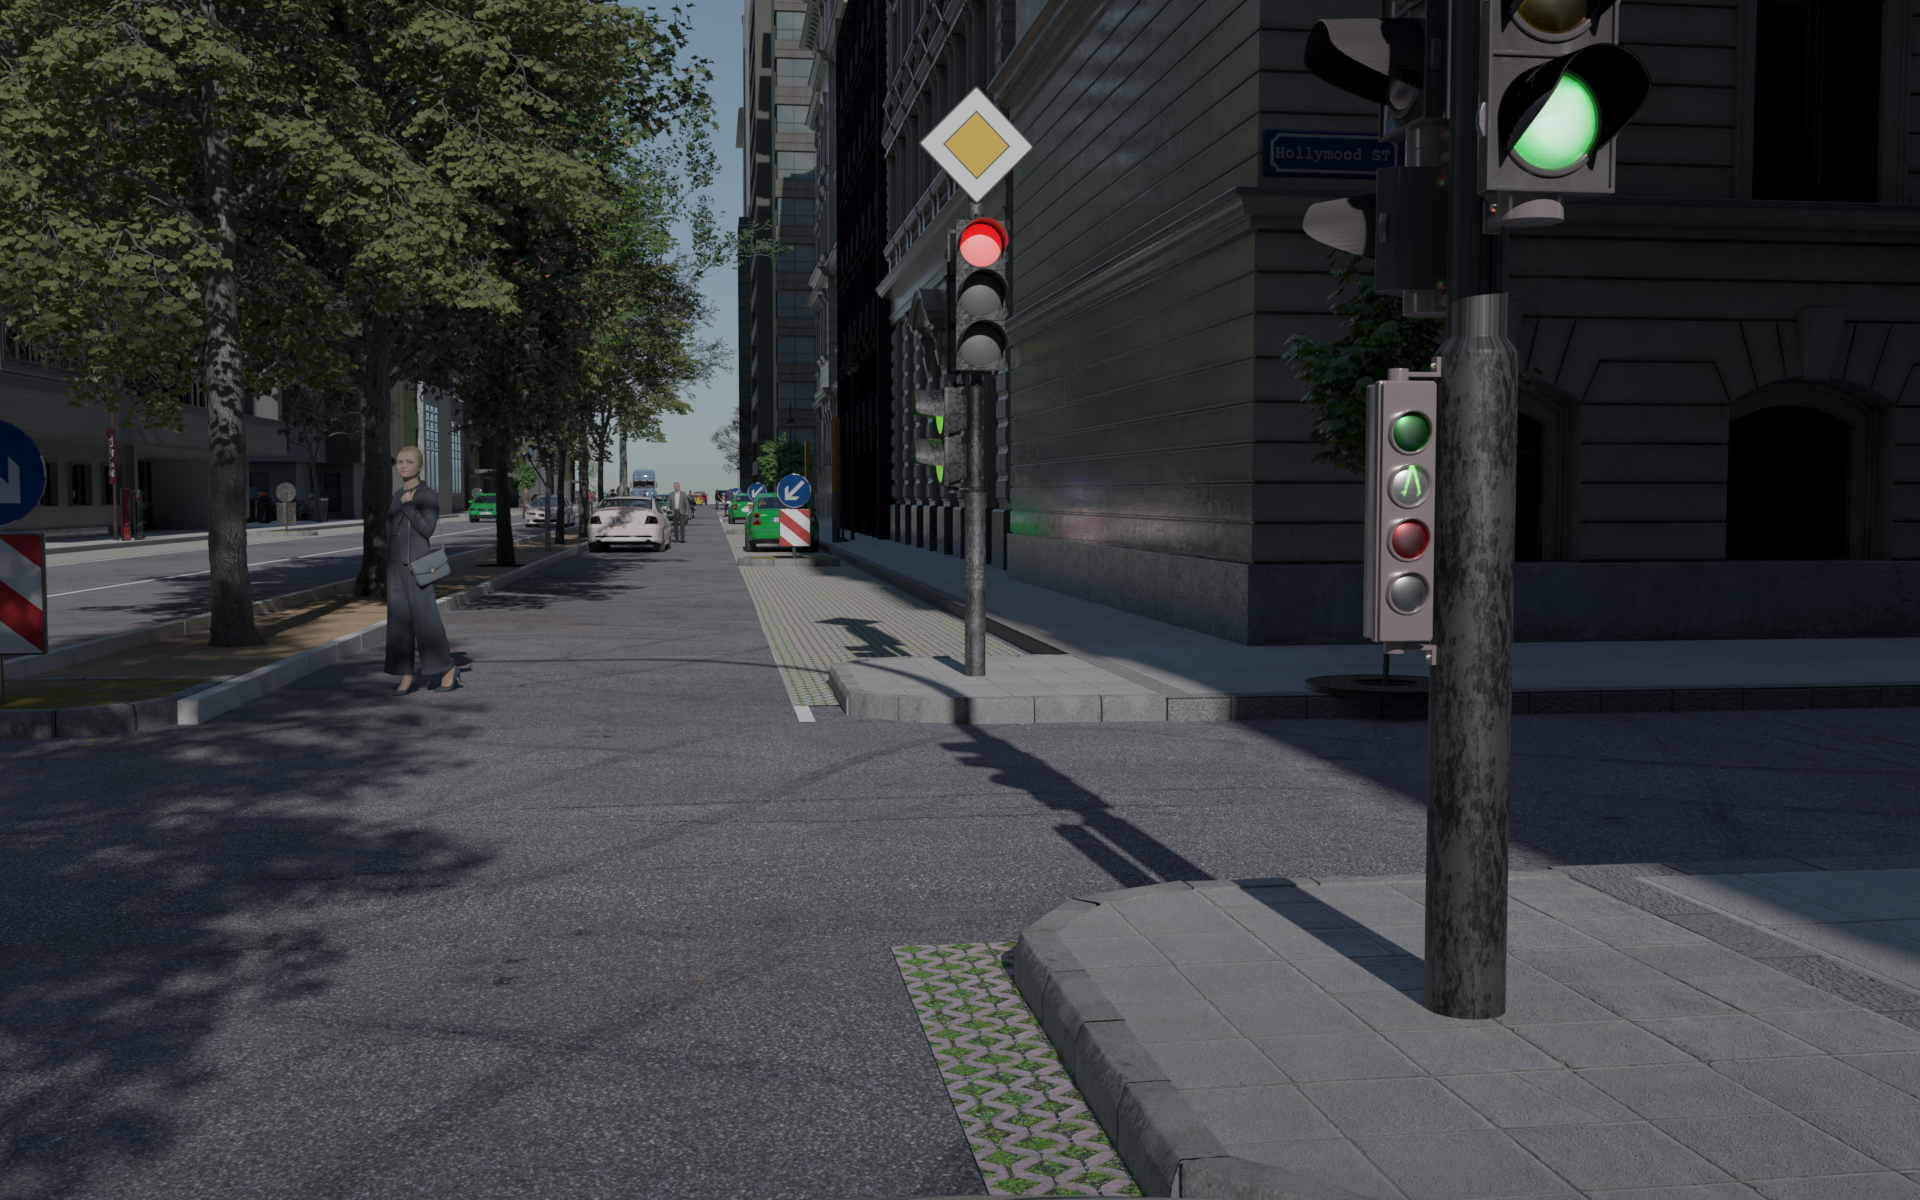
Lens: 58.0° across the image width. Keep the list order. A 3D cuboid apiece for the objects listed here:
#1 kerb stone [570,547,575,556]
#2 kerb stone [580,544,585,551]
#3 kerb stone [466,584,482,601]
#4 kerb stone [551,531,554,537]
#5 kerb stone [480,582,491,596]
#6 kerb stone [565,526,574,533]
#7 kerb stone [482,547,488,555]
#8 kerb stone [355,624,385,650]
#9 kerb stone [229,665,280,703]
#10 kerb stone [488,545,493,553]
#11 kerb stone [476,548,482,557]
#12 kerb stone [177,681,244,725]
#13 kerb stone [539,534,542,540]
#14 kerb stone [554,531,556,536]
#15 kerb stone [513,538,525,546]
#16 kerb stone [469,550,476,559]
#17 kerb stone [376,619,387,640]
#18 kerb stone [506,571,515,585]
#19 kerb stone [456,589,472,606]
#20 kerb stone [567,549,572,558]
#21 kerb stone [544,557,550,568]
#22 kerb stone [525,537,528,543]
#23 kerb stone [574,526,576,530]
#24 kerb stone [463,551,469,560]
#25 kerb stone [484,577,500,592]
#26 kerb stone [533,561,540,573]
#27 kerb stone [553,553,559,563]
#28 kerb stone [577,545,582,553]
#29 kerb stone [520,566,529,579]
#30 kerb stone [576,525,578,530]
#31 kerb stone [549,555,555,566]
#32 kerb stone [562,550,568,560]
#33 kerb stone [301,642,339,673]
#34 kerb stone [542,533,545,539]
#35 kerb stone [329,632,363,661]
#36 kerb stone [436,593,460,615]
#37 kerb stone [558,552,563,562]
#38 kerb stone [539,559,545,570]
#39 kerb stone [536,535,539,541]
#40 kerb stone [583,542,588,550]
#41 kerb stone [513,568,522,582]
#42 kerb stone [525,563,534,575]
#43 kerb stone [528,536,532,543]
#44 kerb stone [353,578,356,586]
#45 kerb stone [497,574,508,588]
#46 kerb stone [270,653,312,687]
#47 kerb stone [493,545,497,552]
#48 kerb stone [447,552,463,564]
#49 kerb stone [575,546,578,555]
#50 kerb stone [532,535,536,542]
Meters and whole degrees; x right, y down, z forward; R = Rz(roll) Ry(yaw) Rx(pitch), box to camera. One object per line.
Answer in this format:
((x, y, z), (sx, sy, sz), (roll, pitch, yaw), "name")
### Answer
((-8.975, -1.067, 39.635), (0.120, 0.150, 1.000), (-1, 4, -8), "kerb stone")
((-9.408, -1.252, 42.670), (0.120, 0.150, 1.000), (-1, 4, -8), "kerb stone")
((-6.631, -0.075, 23.420), (0.120, 0.150, 1.000), (-1, 4, -8), "kerb stone")
((-13.683, -2.166, 57.616), (0.120, 0.150, 1.000), (-1, 4, -8), "kerb stone")
((-6.780, -0.124, 24.431), (0.120, 0.150, 1.000), (-1, 4, -8), "kerb stone")
((-14.859, -2.659, 65.743), (0.120, 0.150, 1.000), (-1, 4, -8), "kerb stone")
((-11.199, -1.108, 40.373), (0.120, 0.150, 1.000), (-1, 4, -8), "kerb stone")
((-5.606, 0.359, 16.327), (0.120, 0.150, 1.000), (-1, 4, -8), "kerb stone")
((-5.023, 0.607, 12.274), (0.120, 0.150, 1.000), (-1, 4, -8), "kerb stone")
((-11.349, -1.174, 41.383), (0.120, 0.150, 1.000), (-1, 4, -8), "kerb stone")
((-11.056, -1.049, 39.354), (0.120, 0.150, 1.000), (-1, 4, -8), "kerb stone")
((-4.873, 0.670, 11.264), (0.120, 0.150, 1.000), (-1, 4, -8), "kerb stone")
((-13.104, -1.918, 53.548), (0.120, 0.150, 1.000), (-1, 4, -8), "kerb stone")
((-13.983, -2.290, 59.641), (0.120, 0.150, 1.000), (-1, 4, -8), "kerb stone")
((-12.365, -1.604, 48.486), (0.120, 0.150, 1.000), (-1, 4, -8), "kerb stone")
((-10.906, -0.988, 38.343), (0.120, 0.150, 1.000), (-1, 4, -8), "kerb stone")
((-5.756, 0.297, 17.341), (0.120, 0.150, 1.000), (-1, 4, -8), "kerb stone")
((-7.218, -0.321, 27.477), (0.120, 0.150, 1.000), (-1, 4, -8), "kerb stone")
((-6.484, -0.011, 22.408), (0.120, 0.150, 1.000), (-1, 4, -8), "kerb stone")
((-8.819, -1.005, 38.625), (0.120, 0.150, 1.000), (-1, 4, -8), "kerb stone")
((-8.093, -0.695, 33.556), (0.120, 0.150, 1.000), (-1, 4, -8), "kerb stone")
((-12.529, -1.670, 49.495), (0.120, 0.150, 1.000), (-1, 4, -8), "kerb stone")
((-15.013, -2.723, 66.764), (0.120, 0.150, 1.000), (-1, 4, -8), "kerb stone")
((-10.757, -0.925, 37.315), (0.120, 0.150, 1.000), (-1, 4, -8), "kerb stone")
((-6.921, -0.199, 25.448), (0.120, 0.150, 1.000), (-1, 4, -8), "kerb stone")
((-7.804, -0.570, 31.523), (0.120, 0.150, 1.000), (-1, 4, -8), "kerb stone")
((-8.389, -0.817, 35.585), (0.120, 0.150, 1.000), (-1, 4, -8), "kerb stone")
((-9.261, -1.182, 41.659), (0.120, 0.150, 1.000), (-1, 4, -8), "kerb stone")
((-7.500, -0.444, 29.502), (0.120, 0.150, 1.000), (-1, 4, -8), "kerb stone")
((-15.152, -2.786, 67.778), (0.120, 0.150, 1.000), (-1, 4, -8), "kerb stone")
((-8.241, -0.754, 34.568), (0.120, 0.150, 1.000), (-1, 4, -8), "kerb stone")
((-8.676, -0.940, 37.611), (0.120, 0.150, 1.000), (-1, 4, -8), "kerb stone")
((-5.316, 0.483, 14.303), (0.120, 0.150, 1.000), (-1, 4, -8), "kerb stone")
((-13.242, -1.978, 54.570), (0.120, 0.150, 1.000), (-1, 4, -8), "kerb stone")
((-5.461, 0.421, 15.315), (0.120, 0.150, 1.000), (-1, 4, -8), "kerb stone")
((-6.337, 0.049, 21.388), (0.120, 0.150, 1.000), (-1, 4, -8), "kerb stone")
((-8.539, -0.881, 36.596), (0.120, 0.150, 1.000), (-1, 4, -8), "kerb stone")
((-7.954, -0.633, 32.539), (0.120, 0.150, 1.000), (-1, 4, -8), "kerb stone")
((-12.951, -1.856, 52.538), (0.120, 0.150, 1.000), (-1, 4, -8), "kerb stone")
((-9.554, -1.314, 43.687), (0.120, 0.150, 1.000), (-1, 4, -8), "kerb stone")
((-7.358, -0.382, 28.490), (0.120, 0.150, 1.000), (-1, 4, -8), "kerb stone")
((-7.656, -0.509, 30.512), (0.120, 0.150, 1.000), (-1, 4, -8), "kerb stone")
((-12.661, -1.728, 50.508), (0.120, 0.150, 1.000), (-1, 4, -8), "kerb stone")
((-9.152, -0.238, 26.130), (0.120, 0.150, 1.000), (-1, 4, -8), "kerb stone")
((-7.066, -0.260, 26.467), (0.120, 0.150, 1.000), (-1, 4, -8), "kerb stone")
((-5.170, 0.545, 13.286), (0.120, 0.150, 1.000), (-1, 4, -8), "kerb stone")
((-11.493, -1.235, 42.395), (0.120, 0.150, 1.000), (-1, 4, -8), "kerb stone")
((-10.607, -0.862, 36.297), (0.120, 0.150, 1.000), (-1, 4, -8), "kerb stone")
((-9.117, -1.128, 40.647), (0.120, 0.150, 1.000), (-1, 4, -8), "kerb stone")
((-12.810, -1.794, 51.522), (0.120, 0.150, 1.000), (-1, 4, -8), "kerb stone")
